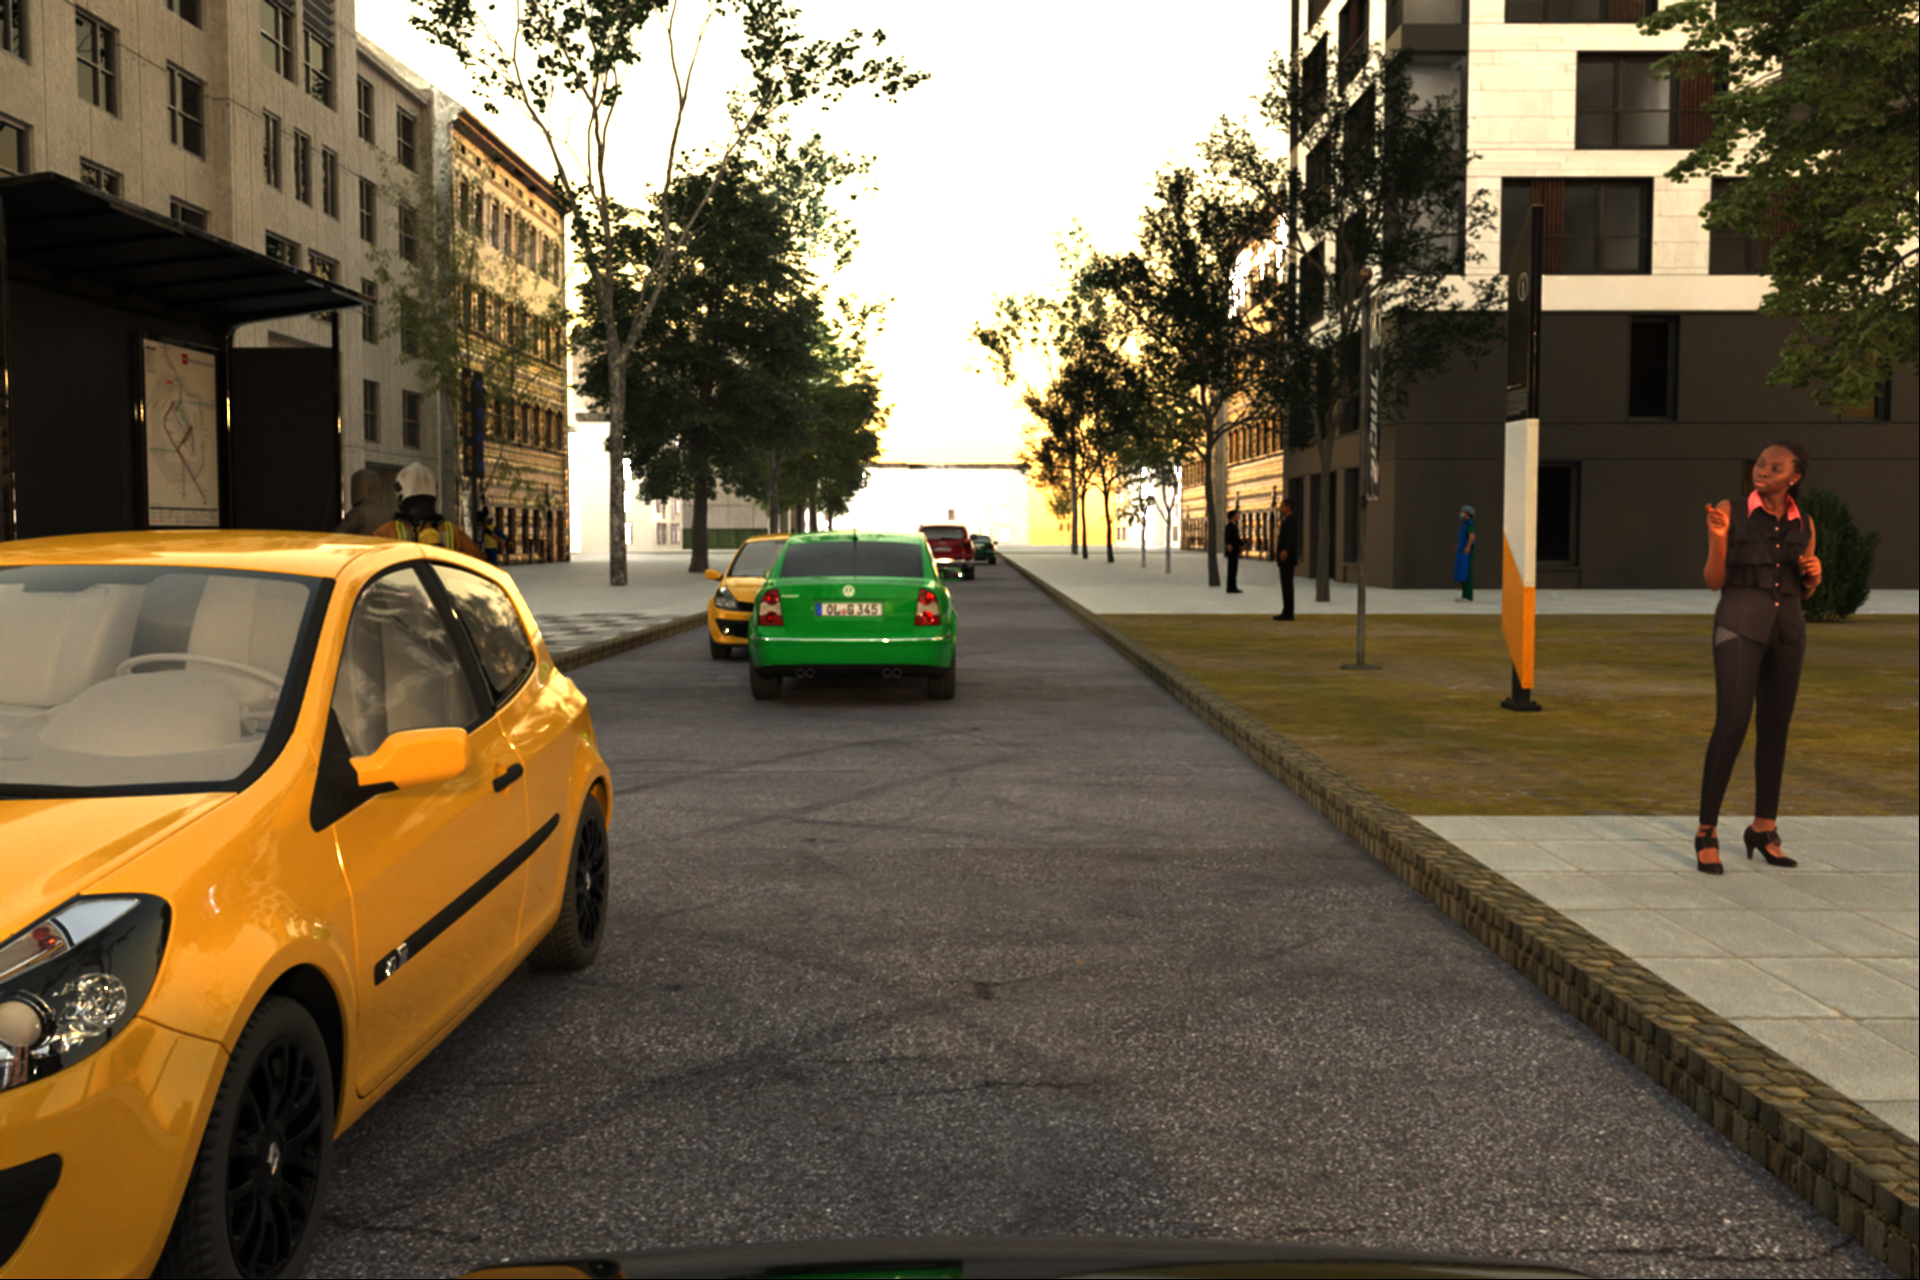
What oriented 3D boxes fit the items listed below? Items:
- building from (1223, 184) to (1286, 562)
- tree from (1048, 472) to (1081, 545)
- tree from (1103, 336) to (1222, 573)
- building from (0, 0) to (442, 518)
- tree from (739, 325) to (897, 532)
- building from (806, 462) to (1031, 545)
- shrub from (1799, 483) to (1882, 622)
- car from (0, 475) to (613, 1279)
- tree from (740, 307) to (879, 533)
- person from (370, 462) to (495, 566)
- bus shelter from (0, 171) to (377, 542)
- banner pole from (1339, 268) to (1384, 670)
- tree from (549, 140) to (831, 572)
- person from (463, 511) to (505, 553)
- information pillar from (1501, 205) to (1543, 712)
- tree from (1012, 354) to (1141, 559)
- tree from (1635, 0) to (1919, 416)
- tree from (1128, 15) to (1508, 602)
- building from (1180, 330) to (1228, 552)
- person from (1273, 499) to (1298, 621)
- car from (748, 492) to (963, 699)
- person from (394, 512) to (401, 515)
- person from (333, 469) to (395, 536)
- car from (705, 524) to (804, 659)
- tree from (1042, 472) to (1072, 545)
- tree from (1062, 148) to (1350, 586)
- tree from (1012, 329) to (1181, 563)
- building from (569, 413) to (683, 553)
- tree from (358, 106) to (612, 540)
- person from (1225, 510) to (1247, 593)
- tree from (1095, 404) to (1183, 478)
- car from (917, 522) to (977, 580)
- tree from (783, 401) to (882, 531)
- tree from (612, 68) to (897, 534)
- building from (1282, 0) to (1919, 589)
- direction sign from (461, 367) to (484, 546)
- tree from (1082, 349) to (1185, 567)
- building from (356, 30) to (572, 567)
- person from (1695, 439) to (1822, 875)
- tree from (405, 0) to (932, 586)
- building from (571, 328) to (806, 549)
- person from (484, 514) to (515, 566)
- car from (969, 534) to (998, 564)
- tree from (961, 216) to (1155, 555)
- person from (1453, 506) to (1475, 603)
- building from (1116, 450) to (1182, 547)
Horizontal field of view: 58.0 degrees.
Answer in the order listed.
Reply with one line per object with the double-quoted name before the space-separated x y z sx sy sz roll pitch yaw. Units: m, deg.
"building" 23.658 -15.519 84.669 19.493 23.208 18.063 0 3 0
"tree" 12.294 -15.173 198.447 4.737 8.622 4.395 0 3 0
"tree" 6.843 -6.536 57.234 4.737 8.622 4.395 0 3 0
"building" -25.239 -10.636 40.360 16.747 18.905 31.486 0 4 0
"tree" -8.366 -11.737 98.552 9.857 13.997 8.962 0 3 0
"building" -5.885 -15.845 203.664 28.070 9.664 9.099 0 4 6
"shrub" 12.554 -1.282 25.385 1.690 2.028 1.600 0 3 0
"car" -2.067 0.359 4.354 2.015 1.641 3.980 0 4 1
"tree" -7.777 -10.265 85.956 7.486 12.596 7.792 0 3 0
"person" -3.246 -0.131 10.364 1.354 1.858 0.705 -2 4 -34
"bus shelter" -6.717 -1.412 14.373 1.731 3.624 6.357 0 4 0
"banner pole" 3.821 -1.600 16.172 0.401 3.779 0.863 0 4 0
"tree" -8.769 -9.249 57.878 9.857 13.997 8.962 0 3 0
"person" -11.257 -2.092 40.355 1.345 1.843 0.704 -2 4 -27
"information pillar" 4.104 -1.303 12.651 0.183 3.616 0.504 0 4 -1
"tree" 6.211 -9.528 90.192 7.601 10.594 8.767 -1 4 -11
"tree" 10.726 -6.061 17.220 7.486 12.596 7.792 0 3 0
"tree" 6.634 -5.988 32.322 8.767 10.594 7.601 3 5 42
"building" 27.012 -18.286 129.910 19.493 23.208 18.063 0 4 0
"person" 4.848 -1.199 25.821 0.704 1.802 1.346 0 4 7
"car" -0.940 -0.464 16.390 1.959 1.807 4.718 0 4 -1
"person" -14.190 -2.317 43.812 1.347 1.837 0.705 1 4 17
"person" -4.894 -0.496 14.242 0.705 1.813 1.348 2 4 23
"car" -2.020 -0.665 21.099 2.015 1.641 3.980 0 3 0
"tree" 11.780 -15.459 203.124 4.737 8.622 4.395 0 3 0
"tree" 5.944 -6.609 42.464 7.601 10.594 8.767 1 4 10
"tree" 6.523 -8.782 77.995 7.601 10.594 8.767 2 4 30
"building" -25.890 -11.727 133.876 9.099 9.664 28.070 0 4 -1
"tree" -8.829 -4.910 30.641 4.360 8.622 3.978 0 3 0
"person" 5.986 -1.935 37.828 0.705 1.806 1.347 2 4 23
"tree" 21.300 -21.395 205.691 12.611 20.169 13.585 0 3 0
"car" -0.567 -2.877 55.713 2.281 1.827 5.304 0 4 0
"tree" -8.667 -11.535 114.353 9.928 11.665 9.643 0 3 0
"tree" -8.908 -13.307 73.461 12.611 20.169 13.585 0 3 0
"building" 23.985 -12.951 55.726 27.936 21.610 32.646 0 3 0
"direction sign" -6.728 -1.957 23.993 0.379 3.537 0.876 0 4 1
"tree" 7.101 -7.087 66.234 4.360 8.622 3.978 0 3 0
"building" -27.292 -14.649 70.447 19.493 23.208 18.063 0 4 0
"person" 3.056 0.055 6.608 0.415 1.643 0.593 3 5 43
"tree" -7.119 -11.374 41.852 12.611 20.169 13.585 0 3 0
"building" -24.659 -18.215 164.274 16.747 18.905 31.486 0 4 1
"person" -12.954 -2.562 47.857 1.349 1.833 0.705 1 4 16
"car" 0.769 -4.355 83.009 2.131 1.459 4.920 0 4 -1
"tree" 6.274 -15.316 106.309 12.611 20.169 13.585 0 3 0
"person" 9.492 -1.617 32.561 0.704 1.817 1.347 0 4 7
"building" 21.979 -14.623 181.240 9.099 9.664 28.070 0 3 0
